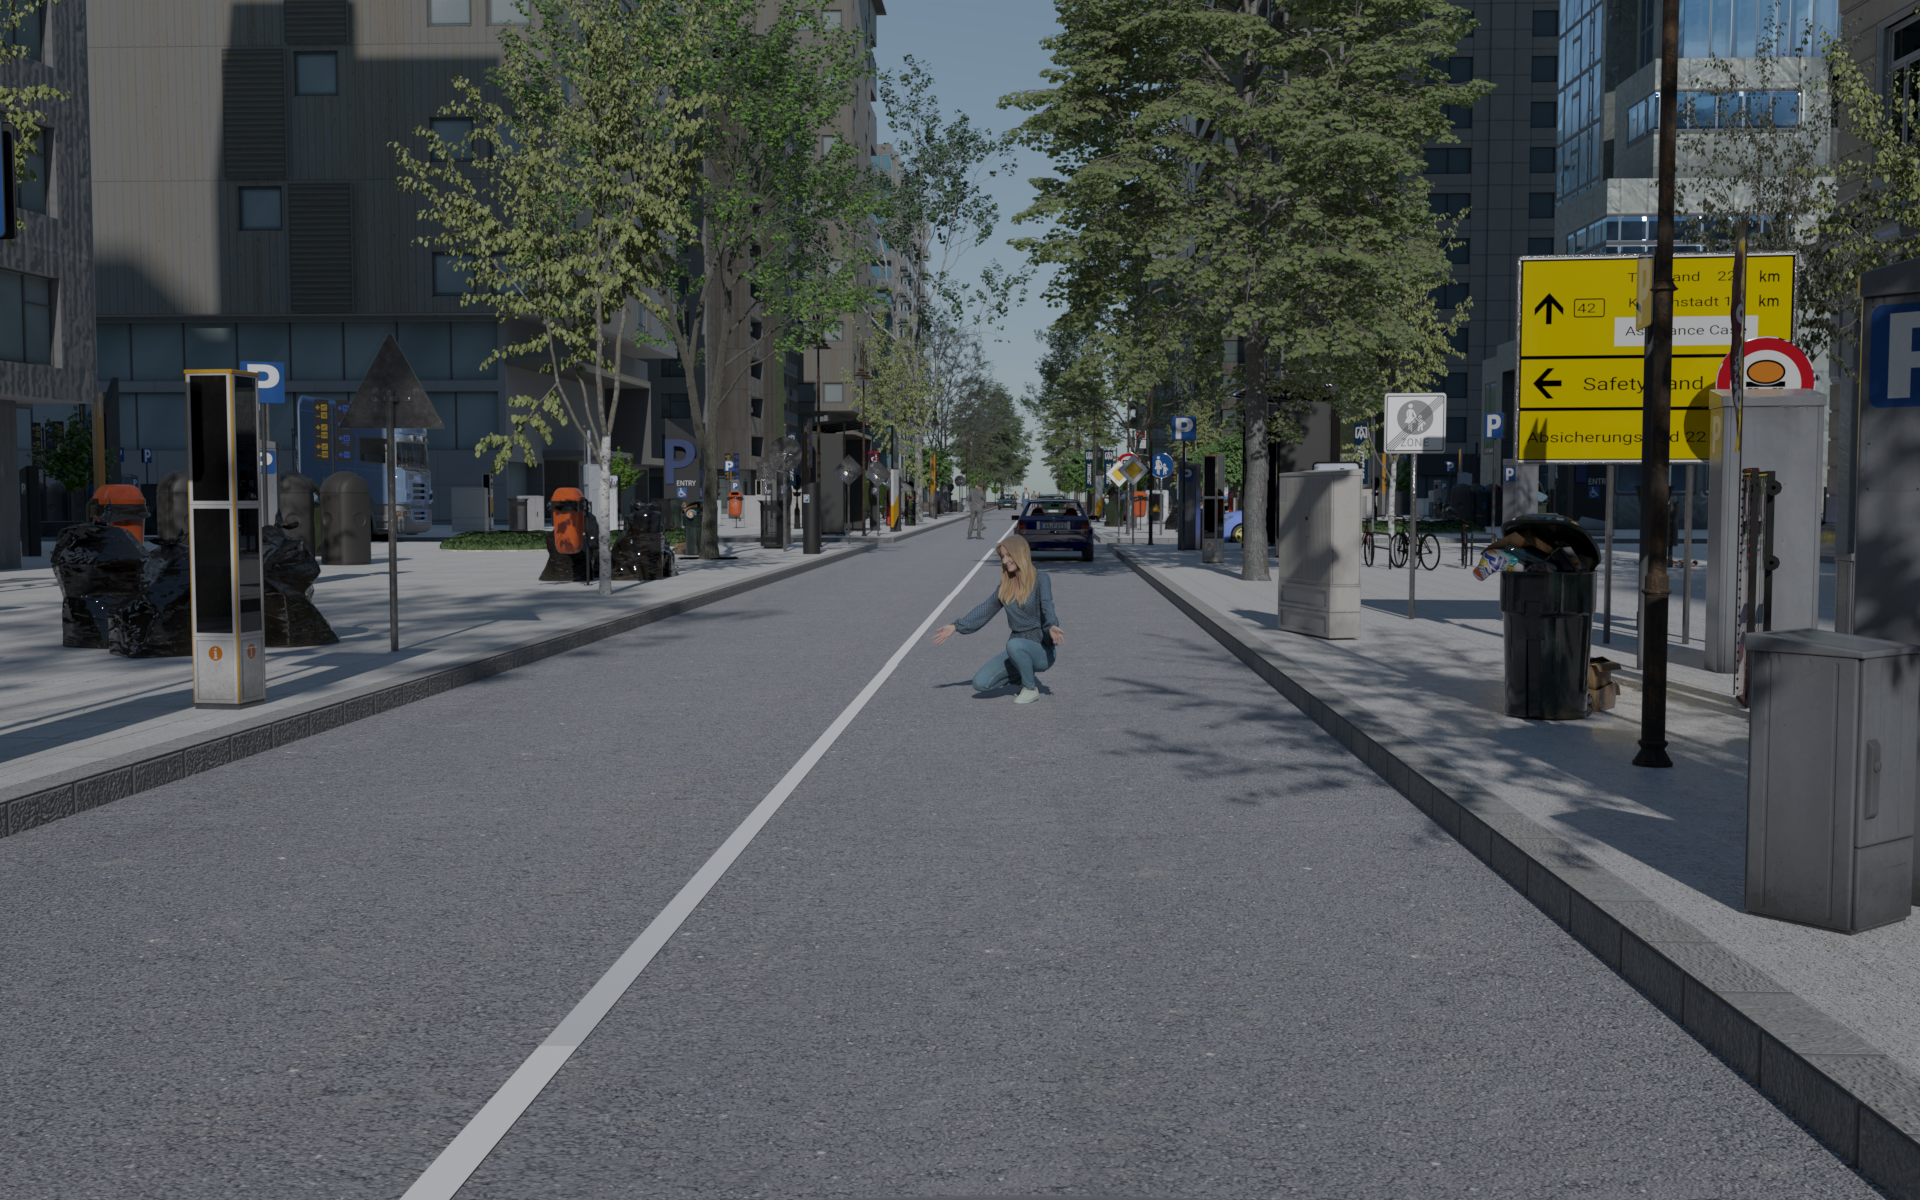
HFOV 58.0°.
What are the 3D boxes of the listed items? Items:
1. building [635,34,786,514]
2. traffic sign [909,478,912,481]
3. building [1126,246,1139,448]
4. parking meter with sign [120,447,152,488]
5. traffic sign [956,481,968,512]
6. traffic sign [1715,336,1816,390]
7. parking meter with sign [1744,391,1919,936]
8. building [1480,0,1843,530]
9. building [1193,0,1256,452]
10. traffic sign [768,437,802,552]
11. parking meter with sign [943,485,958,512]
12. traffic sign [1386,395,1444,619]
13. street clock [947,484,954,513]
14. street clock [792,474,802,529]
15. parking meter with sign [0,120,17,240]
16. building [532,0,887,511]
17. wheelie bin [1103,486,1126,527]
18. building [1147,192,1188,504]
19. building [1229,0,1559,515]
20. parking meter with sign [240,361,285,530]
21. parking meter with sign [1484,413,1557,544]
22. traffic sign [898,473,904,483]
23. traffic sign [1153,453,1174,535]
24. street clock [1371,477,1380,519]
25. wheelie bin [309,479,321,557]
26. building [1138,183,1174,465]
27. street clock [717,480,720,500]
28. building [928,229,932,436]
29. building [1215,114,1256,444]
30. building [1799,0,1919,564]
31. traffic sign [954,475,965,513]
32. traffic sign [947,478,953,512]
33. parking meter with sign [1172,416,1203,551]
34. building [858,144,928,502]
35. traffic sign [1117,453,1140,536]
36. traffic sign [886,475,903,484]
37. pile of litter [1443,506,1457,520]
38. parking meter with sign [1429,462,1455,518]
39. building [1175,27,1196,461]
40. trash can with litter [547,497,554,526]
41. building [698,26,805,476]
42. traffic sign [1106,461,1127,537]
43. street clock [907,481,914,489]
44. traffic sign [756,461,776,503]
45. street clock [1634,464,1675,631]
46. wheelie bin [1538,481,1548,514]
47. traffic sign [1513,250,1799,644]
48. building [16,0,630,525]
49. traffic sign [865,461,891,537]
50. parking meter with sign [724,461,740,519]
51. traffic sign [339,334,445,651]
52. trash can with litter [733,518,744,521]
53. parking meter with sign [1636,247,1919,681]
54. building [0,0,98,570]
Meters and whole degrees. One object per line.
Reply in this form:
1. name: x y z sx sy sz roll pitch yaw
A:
1. building: -19.365 -20.873 112.978 14.160 30.474 14.107 0 4 3
2. traffic sign: -2.781 -6.476 105.991 0.768 2.556 0.104 1 4 9
3. building: 37.370 -37.626 269.805 22.147 44.769 28.867 0 4 3
4. parking meter with sign: -32.000 -4.299 66.545 1.738 3.016 0.543 0 4 6
5. traffic sign: 0.151 -7.403 121.037 0.884 2.594 0.081 1 4 9
6. traffic sign: 6.511 -0.855 14.087 0.768 2.556 0.104 0 4 8
7. parking meter with sign: 3.197 -0.566 5.523 1.738 3.016 0.543 -2 4 -35
8. building: 38.687 -46.344 70.393 31.000 86.520 22.319 0 4 3
9. building: 32.099 -32.267 151.266 21.300 48.544 21.600 0 4 3
10. traffic sign: -3.887 -2.343 38.413 0.768 2.556 0.104 1 4 9
11. parking meter with sign: -1.010 -7.877 125.047 1.738 3.016 0.543 -2 4 -34
12. traffic sign: 4.623 -0.950 17.666 0.606 2.300 0.079 0 4 7
13. street clock: -0.641 -7.089 120.481 0.358 2.002 0.471 3 5 45
14. street clock: -5.962 -3.596 63.372 0.471 2.002 0.358 1 4 16
15. parking meter with sign: -4.839 -0.680 7.380 0.543 3.016 1.738 1 4 10
16. building: -22.284 -35.268 165.866 28.713 52.752 27.495 0 4 3
17. wheelie bin: 6.080 -3.664 67.818 0.693 1.594 0.980 3 5 40
18. building: 32.254 -33.664 234.002 14.154 41.232 14.086 0 4 3
19. building: 28.920 -41.351 114.337 20.563 71.187 20.611 0 4 3
20. parking meter with sign: -9.490 -1.677 23.674 0.543 3.016 1.738 -1 4 -21
21. parking meter with sign: 12.220 -2.532 37.656 1.738 3.016 0.543 -2 4 -28
22. traffic sign: -3.429 -5.713 93.410 0.884 2.594 0.081 1 4 9
23. traffic sign: 6.264 -3.291 53.920 0.768 2.556 0.104 1 4 8
24. street clock: 17.591 -4.210 73.409 0.358 2.002 0.471 2 4 33
25. wheelie bin: -13.361 -1.691 35.549 0.693 1.594 0.980 -3 4 -38
26. building: 32.903 -36.577 248.141 14.600 45.320 14.200 0 4 3
27. street clock: -12.285 -5.085 87.715 0.358 2.002 0.471 -1 4 -10
28. building: -15.967 -39.732 269.231 23.786 49.044 30.456 0 4 3
29. building: 26.624 -22.145 133.773 14.160 30.474 14.107 0 4 3
30. building: 21.833 -14.415 21.584 13.634 28.700 20.117 0 4 3
31. traffic sign: -0.017 -7.216 118.085 0.768 2.556 0.104 1 4 12
32. traffic sign: -0.857 -7.502 122.762 0.768 2.556 0.104 0 4 5
33. parking meter with sign: 5.286 -2.657 39.708 0.543 3.016 1.738 1 4 18
34. building: -17.682 -37.830 238.120 23.786 49.044 30.456 0 4 3
35. traffic sign: 5.194 -3.257 53.355 0.768 2.556 0.104 0 4 6
36. traffic sign: -3.339 -5.381 87.983 0.884 2.594 0.081 0 4 6
37. pile of litter: 17.641 -2.898 61.341 1.719 0.858 1.176 -3 5 -44
38. parking meter with sign: 26.029 -5.966 93.808 0.543 3.016 1.738 -1 4 -19
39. building: 36.315 -35.855 175.469 28.713 52.752 27.495 0 4 3
40. trash can with litter: -15.706 -3.481 68.309 1.055 1.170 0.624 -3 5 -44
41. building: -26.251 -27.425 140.287 32.217 40.220 23.993 0 4 3
42. traffic sign: 4.764 -2.953 51.917 0.795 2.450 0.064 0 4 3
43. street clock: -2.714 -5.585 95.891 0.471 2.002 0.358 1 4 21
44. traffic sign: -6.081 -3.191 54.303 0.606 2.300 0.079 0 4 3
45. street clock: 6.469 -0.709 16.158 0.471 2.002 0.358 -2 4 -34
46. wheelie bin: 13.478 -2.026 41.035 0.693 1.594 0.980 -2 4 -35
47. traffic sign: 5.873 -1.275 14.722 2.265 3.308 0.079 1 4 9
48. building: -29.245 -30.194 82.915 28.713 52.752 27.495 0 4 3
49. traffic sign: -2.471 -2.974 52.274 0.795 2.450 0.064 0 4 3
50. parking meter with sign: -11.775 -5.727 89.894 0.543 3.016 1.738 -1 4 -22
51. traffic sign: -4.618 -0.861 14.076 0.884 2.594 0.081 0 4 6
52. trash can with litter: -9.829 -4.343 82.061 2.233 1.210 1.678 -2 4 -26
53. parking meter with sign: 5.780 -0.987 12.392 1.738 3.016 0.543 1 4 10
54. building: -22.322 -20.927 25.759 14.086 41.232 14.154 0 4 3
